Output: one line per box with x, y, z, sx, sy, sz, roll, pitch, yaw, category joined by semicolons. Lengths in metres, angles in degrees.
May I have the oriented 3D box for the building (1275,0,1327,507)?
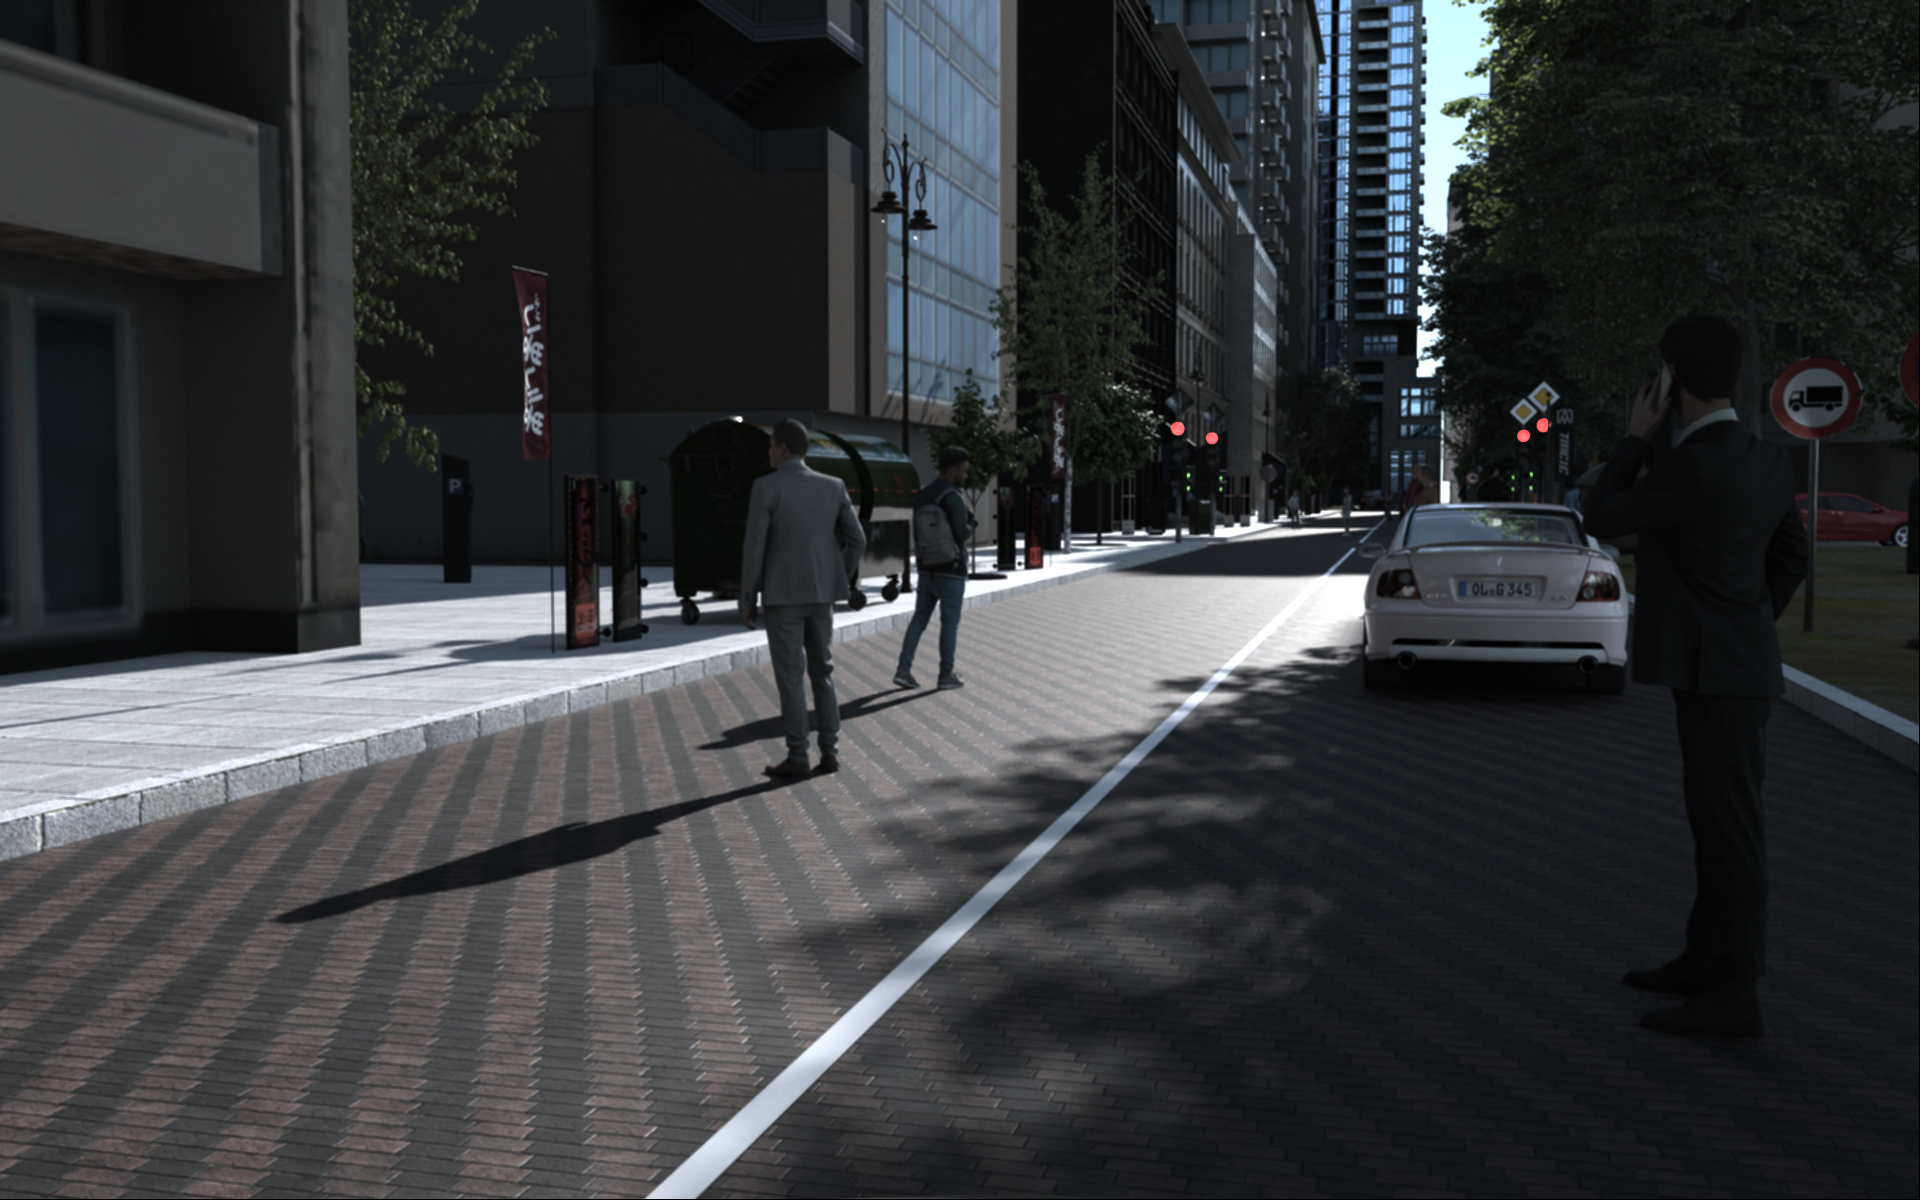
24.376;-36.508;186.150;27.495;52.752;28.713;1;4;15;building

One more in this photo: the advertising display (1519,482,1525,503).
26.294;-4.640;81.080;0.123;1.923;0.974;2;4;28;advertising display

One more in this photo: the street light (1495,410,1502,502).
22.628;-6.099;72.509;0.468;5.910;1.993;1;4;15;street light

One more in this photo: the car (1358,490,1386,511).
35.579;-8.617;149.552;2.281;1.827;5.304;1;4;14;car

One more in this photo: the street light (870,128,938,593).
-0.702;-3.033;22.373;0.468;5.910;1.993;1;4;15;street light

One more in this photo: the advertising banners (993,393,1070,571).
1.248;-2.044;29.613;0.090;3.025;2.074;3;5;40;advertising banners

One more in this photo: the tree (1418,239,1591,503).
21.747;-8.649;67.172;9.928;11.665;9.643;0;3;0;tree

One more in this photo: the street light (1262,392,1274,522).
13.873;-6.451;78.268;0.468;5.910;1.993;1;4;15;street light

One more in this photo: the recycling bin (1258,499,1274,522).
14.325;-4.193;81.105;0.722;1.027;0.722;1;4;12;recycling bin

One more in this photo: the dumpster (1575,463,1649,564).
11.708;-1.538;30.902;1.264;1.857;1.865;1;4;15;dumpster

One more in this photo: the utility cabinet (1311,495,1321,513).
23.548;-6.380;115.479;1.020;1.237;0.306;1;4;14;utility cabinet

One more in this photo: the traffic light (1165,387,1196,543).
5.755;-3.453;45.381;0.839;4.253;0.868;1;4;15;traffic light

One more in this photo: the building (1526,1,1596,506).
43.914;-28.142;110.240;14.600;45.320;14.200;1;4;15;building

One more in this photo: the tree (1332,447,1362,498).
40.062;-14.131;181.401;4.360;8.622;3.978;0;3;0;tree

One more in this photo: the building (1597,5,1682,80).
39.774;-19.402;88.920;14.160;30.474;14.107;1;4;15;building

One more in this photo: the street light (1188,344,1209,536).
7.349;-4.935;53.472;0.468;5.910;1.993;1;4;15;street light

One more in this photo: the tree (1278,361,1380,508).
34.783;-15.720;163.677;9.857;13.997;8.962;0;3;0;tree

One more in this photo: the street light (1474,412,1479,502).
29.278;-7.656;97.971;0.468;5.910;1.993;1;4;15;street light

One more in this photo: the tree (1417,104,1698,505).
19.297;-9.138;56.067;9.857;13.997;8.962;0;3;0;tree

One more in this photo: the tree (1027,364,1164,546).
3.396;-3.637;43.178;4.285;4.588;4.351;0;3;0;tree

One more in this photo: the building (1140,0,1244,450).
4.914;-15.613;88.552;16.112;22.955;30.059;1;4;15;building

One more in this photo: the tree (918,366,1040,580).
0.098;-1.942;26.356;1.663;3.219;1.824;0;3;0;tree

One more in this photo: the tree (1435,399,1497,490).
34.857;-10.255;118.038;4.737;8.622;4.395;0;3;0;tree

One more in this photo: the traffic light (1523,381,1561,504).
14.480;-3.316;43.132;0.839;4.253;0.868;1;4;15;traffic light

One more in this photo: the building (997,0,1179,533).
1.013;-14.411;65.297;12.332;23.373;15.834;1;4;15;building

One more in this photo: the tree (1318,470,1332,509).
28.833;-8.744;137.570;1.663;3.219;1.824;0;3;0;tree

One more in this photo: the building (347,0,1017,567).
-7.213;-23.654;36.858;14.200;45.320;14.600;1;4;15;building

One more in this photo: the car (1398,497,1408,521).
24.968;-5.189;94.634;2.009;1.686;4.222;1;4;16;car

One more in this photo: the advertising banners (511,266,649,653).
-3.130;-1.113;14.378;0.090;3.025;2.074;1;4;18;advertising banners

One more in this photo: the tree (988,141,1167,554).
2.340;-5.302;37.057;4.737;8.622;4.395;0;3;0;tree

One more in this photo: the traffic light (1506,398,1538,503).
16.494;-3.788;50.860;0.839;4.253;0.868;1;4;15;traffic light

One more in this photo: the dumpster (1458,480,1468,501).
32.472;-6.581;110.094;1.502;2.255;1.985;1;4;14;dumpster

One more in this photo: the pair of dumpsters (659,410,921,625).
-1.736;-0.994;18.739;1.574;2.255;4.437;1;4;15;pair of dumpsters

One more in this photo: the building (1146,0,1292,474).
15.514;-32.062;143.817;23.786;49.044;30.456;1;4;15;building

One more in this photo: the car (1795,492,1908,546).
23.254;-2.232;45.526;4.494;1.783;2.155;1;4;16;car

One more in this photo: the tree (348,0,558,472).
-6.603;-4.120;17.726;4.737;8.622;4.395;0;3;0;tree

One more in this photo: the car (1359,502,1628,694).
4.265;-0.100;13.993;2.083;1.381;4.827;1;4;15;car

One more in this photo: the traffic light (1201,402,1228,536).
7.769;-3.926;53.109;0.839;4.253;0.868;1;4;15;traffic light

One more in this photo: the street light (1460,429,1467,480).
35.806;-9.195;123.133;0.468;5.910;1.993;1;4;15;street light

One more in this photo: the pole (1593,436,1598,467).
22.467;-4.124;61.267;0.158;3.312;0.155;0;3;0;pole

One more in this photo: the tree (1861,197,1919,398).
21.869;-5.315;37.261;4.737;8.622;4.395;0;3;0;tree

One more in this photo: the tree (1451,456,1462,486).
37.737;-8.777;127.224;4.285;4.588;4.351;0;3;0;tree

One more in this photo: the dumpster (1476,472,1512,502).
24.143;-4.640;78.364;1.502;2.255;1.985;1;4;15;dumpster

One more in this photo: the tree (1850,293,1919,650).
8.413;-1.192;14.085;1.663;3.219;1.824;0;3;0;tree

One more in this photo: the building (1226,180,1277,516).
14.318;-15.669;110.945;10.420;20.320;16.860;1;4;15;building

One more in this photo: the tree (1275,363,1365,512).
24.327;-11.487;122.232;8.767;10.594;7.601;1;4;14;tree

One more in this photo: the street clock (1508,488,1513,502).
30.622;-5.622;96.486;0.358;2.002;0.471;1;4;9;street clock

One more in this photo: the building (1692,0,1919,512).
39.345;-22.579;61.045;23.993;40.220;32.217;1;4;15;building

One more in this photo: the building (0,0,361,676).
-18.038;-23.368;5.762;21.300;48.544;21.600;1;4;15;building

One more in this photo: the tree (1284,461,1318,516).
19.539;-6.490;100.705;1.663;3.219;1.824;0;3;0;tree

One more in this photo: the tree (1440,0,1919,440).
9.918;-6.386;22.541;7.486;12.596;7.792;0;3;0;tree

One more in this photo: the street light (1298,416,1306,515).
20.287;-7.954;102.838;0.468;5.910;1.993;1;4;15;street light

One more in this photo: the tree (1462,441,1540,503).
27.168;-6.216;85.339;4.285;4.588;4.351;0;3;0;tree
